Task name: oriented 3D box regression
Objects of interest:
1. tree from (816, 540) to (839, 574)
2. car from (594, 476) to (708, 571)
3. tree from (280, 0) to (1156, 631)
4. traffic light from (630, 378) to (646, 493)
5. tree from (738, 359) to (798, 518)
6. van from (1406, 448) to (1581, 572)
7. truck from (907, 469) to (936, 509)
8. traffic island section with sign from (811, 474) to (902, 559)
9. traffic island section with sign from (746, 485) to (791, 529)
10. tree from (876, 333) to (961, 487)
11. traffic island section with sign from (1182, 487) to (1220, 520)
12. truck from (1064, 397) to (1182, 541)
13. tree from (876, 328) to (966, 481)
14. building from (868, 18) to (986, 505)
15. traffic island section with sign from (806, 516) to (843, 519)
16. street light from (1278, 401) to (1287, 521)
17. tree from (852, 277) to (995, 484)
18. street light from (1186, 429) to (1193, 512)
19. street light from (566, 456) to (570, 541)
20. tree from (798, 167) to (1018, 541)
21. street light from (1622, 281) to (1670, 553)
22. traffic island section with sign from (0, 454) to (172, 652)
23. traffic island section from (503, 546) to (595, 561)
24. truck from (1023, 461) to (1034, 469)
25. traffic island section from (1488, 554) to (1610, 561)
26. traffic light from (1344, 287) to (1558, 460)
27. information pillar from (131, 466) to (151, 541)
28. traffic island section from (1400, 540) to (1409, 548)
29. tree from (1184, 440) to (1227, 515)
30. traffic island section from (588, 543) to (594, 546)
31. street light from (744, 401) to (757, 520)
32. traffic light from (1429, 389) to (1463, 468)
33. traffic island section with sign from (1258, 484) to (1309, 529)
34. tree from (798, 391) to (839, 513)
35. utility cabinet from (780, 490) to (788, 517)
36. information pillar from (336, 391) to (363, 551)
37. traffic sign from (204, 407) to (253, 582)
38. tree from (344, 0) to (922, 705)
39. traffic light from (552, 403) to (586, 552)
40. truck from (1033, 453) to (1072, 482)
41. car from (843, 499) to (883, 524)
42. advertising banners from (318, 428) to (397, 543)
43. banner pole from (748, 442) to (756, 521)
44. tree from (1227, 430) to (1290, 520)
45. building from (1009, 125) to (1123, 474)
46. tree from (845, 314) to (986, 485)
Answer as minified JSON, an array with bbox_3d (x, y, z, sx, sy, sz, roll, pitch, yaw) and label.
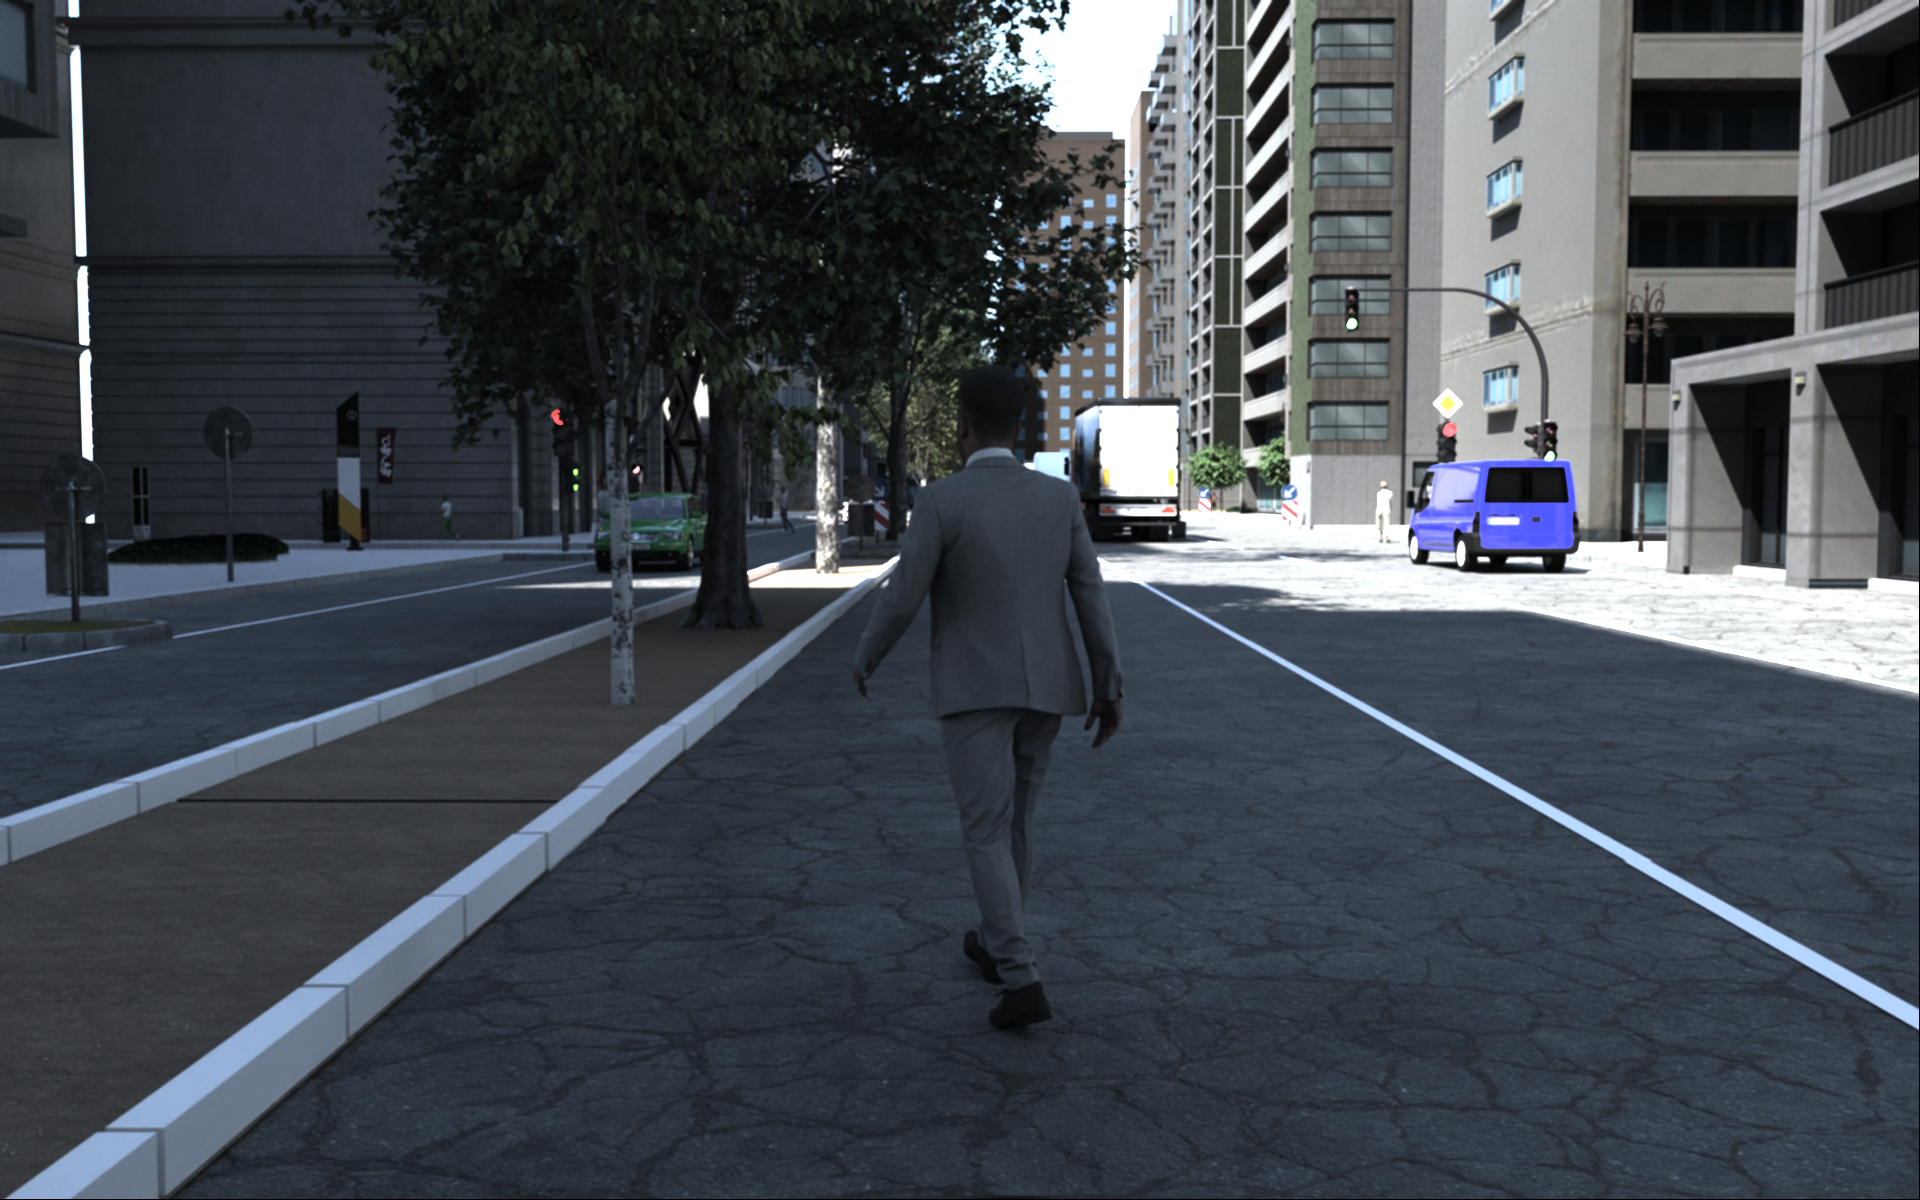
[{"bbox_3d":[-3.564,-10.569,31.143,12.611,20.169,13.585,0,3,0],"label":"tree"},{"bbox_3d":[-5.893,-1.524,33.720,1.959,1.807,4.718,0,4,0],"label":"car"},{"bbox_3d":[-2.531,-6.052,18.422,9.611,12.733,9.660,0,3,0],"label":"tree"},{"bbox_3d":[-6.598,-4.396,46.547,4.771,5.953,1.251,0,4,1],"label":"traffic light"},{"bbox_3d":[-11.029,-8.611,91.160,4.360,8.622,3.978,0,3,0],"label":"tree"},{"bbox_3d":[10.143,-1.778,33.455,2.240,2.365,5.245,0,4,0],"label":"van"},{"bbox_3d":[-3.817,-11.457,177.083,2.967,4.110,18.799,0,4,0],"label":"truck"},{"bbox_3d":[-2.263,-1.878,38.840,2.006,1.907,1.989,0,4,1],"label":"traffic island section with sign"},{"bbox_3d":[-8.076,-3.877,72.021,1.989,1.847,2.006,0,4,1],"label":"traffic island section with sign"},{"bbox_3d":[-1.614,-7.333,72.710,4.360,8.622,3.978,0,3,0],"label":"tree"},{"bbox_3d":[13.668,-5.484,98.293,1.989,1.847,2.006,0,4,1],"label":"traffic island section with sign"},{"bbox_3d":[5.106,-4.093,55.837,2.839,4.237,11.283,0,4,-1],"label":"truck"},{"bbox_3d":[-1.340,-11.124,102.467,7.486,12.596,7.792,0,3,0],"label":"tree"},{"bbox_3d":[-9.945,-55.206,215.291,31.000,86.520,22.319,0,4,1],"label":"building"},{"bbox_3d":[-7.737,-5.526,98.974,1.989,1.847,2.006,0,4,1],"label":"traffic island section with sign"},{"bbox_3d":[15.508,-6.711,82.507,0.468,5.910,1.993,0,4,1],"label":"street light"},{"bbox_3d":[-1.678,-11.251,93.061,9.857,13.997,8.962,0,3,0],"label":"tree"},{"bbox_3d":[16.029,-9.056,120.860,0.468,5.910,1.993,0,4,1],"label":"street light"},{"bbox_3d":[-10.682,-4.532,46.885,0.468,5.910,1.993,0,4,1],"label":"street light"},{"bbox_3d":[-1.927,-7.513,51.044,9.928,11.665,9.643,0,3,0],"label":"tree"},{"bbox_3d":[14.905,-3.973,37.745,0.468,5.910,1.993,0,4,1],"label":"street light"},{"bbox_3d":[-8.793,-0.490,16.645,1.989,1.847,2.006,0,4,1],"label":"traffic island section with sign"},{"bbox_3d":[-8.832,-1.004,38.690,2.009,0.180,2.903,0,4,1],"label":"traffic island section"},{"bbox_3d":[6.698,-9.871,150.310,2.839,4.237,11.283,0,4,1],"label":"truck"},{"bbox_3d":[12.907,-0.986,38.409,2.009,0.180,2.903,0,4,1],"label":"traffic island section"},{"bbox_3d":[10.774,-3.885,38.180,4.771,5.953,1.251,0,4,1],"label":"traffic light"},{"bbox_3d":[-21.636,-2.524,45.754,0.304,2.012,0.304,1,4,14],"label":"information pillar"},{"bbox_3d":[13.009,-1.475,46.393,2.009,0.180,2.903,0,4,1],"label":"traffic island section"},{"bbox_3d":[15.836,-7.405,104.777,4.285,4.588,4.351,0,3,0],"label":"tree"},{"bbox_3d":[-8.731,-1.492,46.674,2.009,0.180,2.903,0,4,1],"label":"traffic island section"},{"bbox_3d":[-10.281,-6.865,85.037,0.468,5.910,1.993,0,4,1],"label":"street light"},{"bbox_3d":[12.969,-3.508,46.280,0.839,4.253,0.868,0,4,1],"label":"traffic light"},{"bbox_3d":[13.333,-3.836,71.340,1.989,1.847,2.006,0,4,1],"label":"traffic island section with sign"},{"bbox_3d":[-10.009,-10.246,117.876,4.360,8.622,3.978,0,3,0],"label":"tree"},{"bbox_3d":[-9.908,-5.417,97.239,0.318,1.500,1.173,0,4,2],"label":"utility cabinet"},{"bbox_3d":[-13.833,-2.929,39.238,0.504,3.616,0.183,-2,4,-28],"label":"information pillar"},{"bbox_3d":[-10.684,-1.541,25.295,0.768,2.556,0.104,0,4,7],"label":"traffic sign"},{"bbox_3d":[-2.255,-3.576,11.282,4.737,8.622,4.395,0,3,0],"label":"tree"},{"bbox_3d":[-8.793,-3.036,38.554,0.839,4.253,0.868,0,4,1],"label":"traffic light"},{"bbox_3d":[5.797,-7.163,106.880,2.967,4.110,18.799,0,4,2],"label":"truck"},{"bbox_3d":[-4.630,-4.447,85.067,2.083,1.381,4.827,0,4,3],"label":"car"},{"bbox_3d":[-15.846,-3.022,45.605,2.074,3.025,0.090,0,4,-1],"label":"advertising banners"},{"bbox_3d":[-10.002,-5.671,82.742,0.401,3.779,0.863,0,4,7],"label":"banner pole"},{"bbox_3d":[16.204,-6.292,86.592,4.285,4.588,4.351,0,3,0],"label":"tree"},{"bbox_3d":[12.622,-34.437,213.163,14.200,45.320,14.600,0,4,1],"label":"building"},{"bbox_3d":[-1.583,-8.976,83.625,8.767,10.594,7.601,0,4,1],"label":"tree"}]
